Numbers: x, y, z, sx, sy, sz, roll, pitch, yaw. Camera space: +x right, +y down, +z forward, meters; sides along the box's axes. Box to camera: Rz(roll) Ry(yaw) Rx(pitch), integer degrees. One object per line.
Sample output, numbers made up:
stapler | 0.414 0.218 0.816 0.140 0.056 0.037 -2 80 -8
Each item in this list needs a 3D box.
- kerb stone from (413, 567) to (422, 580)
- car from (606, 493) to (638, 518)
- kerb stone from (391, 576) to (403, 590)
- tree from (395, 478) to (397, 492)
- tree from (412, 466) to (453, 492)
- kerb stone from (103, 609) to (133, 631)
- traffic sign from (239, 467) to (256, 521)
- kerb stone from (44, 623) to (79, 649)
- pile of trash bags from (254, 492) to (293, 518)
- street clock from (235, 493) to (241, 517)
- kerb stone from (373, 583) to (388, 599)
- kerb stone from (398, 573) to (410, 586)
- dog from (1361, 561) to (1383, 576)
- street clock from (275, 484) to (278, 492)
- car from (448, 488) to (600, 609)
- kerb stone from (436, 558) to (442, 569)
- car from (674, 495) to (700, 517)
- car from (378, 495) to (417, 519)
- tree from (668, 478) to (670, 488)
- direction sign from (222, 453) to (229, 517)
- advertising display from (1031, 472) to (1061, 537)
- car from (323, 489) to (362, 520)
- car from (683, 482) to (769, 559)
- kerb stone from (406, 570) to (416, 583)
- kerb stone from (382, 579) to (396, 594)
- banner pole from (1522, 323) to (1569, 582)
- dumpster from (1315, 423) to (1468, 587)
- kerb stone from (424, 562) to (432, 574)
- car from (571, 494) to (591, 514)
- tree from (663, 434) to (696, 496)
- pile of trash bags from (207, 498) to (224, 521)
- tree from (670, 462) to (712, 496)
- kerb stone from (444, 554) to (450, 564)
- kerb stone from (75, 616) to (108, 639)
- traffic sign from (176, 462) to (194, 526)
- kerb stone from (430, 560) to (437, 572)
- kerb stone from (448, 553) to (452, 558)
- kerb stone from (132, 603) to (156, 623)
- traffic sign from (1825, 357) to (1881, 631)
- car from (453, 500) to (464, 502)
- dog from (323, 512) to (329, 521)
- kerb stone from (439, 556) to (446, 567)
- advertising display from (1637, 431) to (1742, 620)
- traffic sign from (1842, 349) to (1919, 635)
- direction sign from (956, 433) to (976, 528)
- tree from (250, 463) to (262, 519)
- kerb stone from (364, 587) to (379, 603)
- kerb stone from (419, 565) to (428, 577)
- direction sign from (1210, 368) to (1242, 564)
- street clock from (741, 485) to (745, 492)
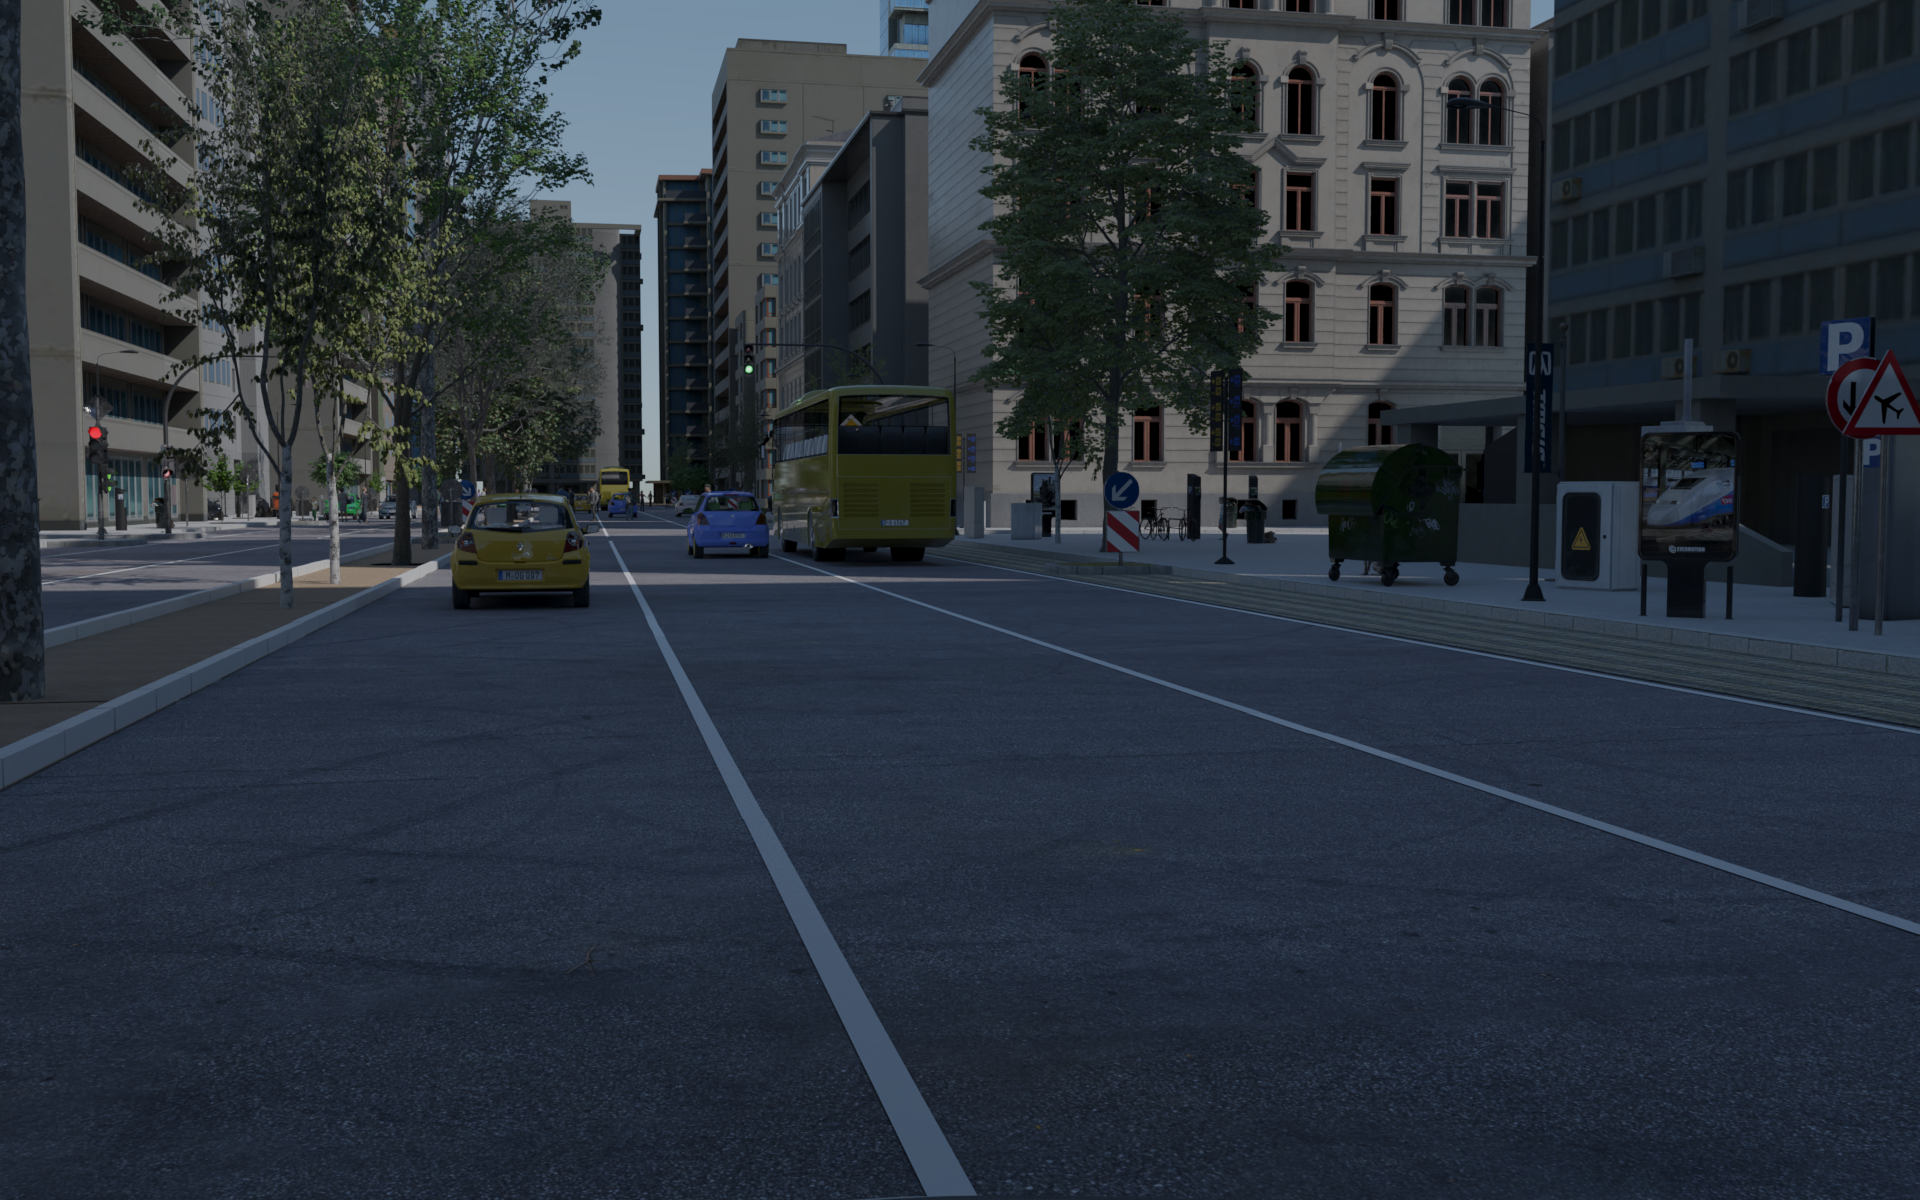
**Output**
kerb stone | -9.141 -0.411 28.920 0.120 0.150 1.000 -1 4 -12
car | -20.754 -5.924 106.445 1.945 1.707 3.694 -1 4 -13
kerb stone | -8.489 -0.228 25.916 0.120 0.150 1.000 -1 4 -12
tree | -48.342 -9.500 149.918 1.663 3.219 1.824 0 3 0
tree | -53.085 -11.525 172.143 4.285 4.588 4.351 0 3 0
kerb stone | -9.020 0.231 18.421 0.120 0.150 1.000 -1 4 -12
traffic sign | -33.897 -5.034 82.419 0.768 2.556 0.104 0 4 -5
kerb stone | -8.586 0.353 16.419 0.120 0.150 1.000 -1 4 -12
pile of trash bags | -37.459 -5.192 94.647 1.912 1.369 3.447 -2 4 -27
street clock | -39.708 -5.547 95.262 0.471 2.002 0.358 0 4 -3
kerb stone | -8.053 -0.104 23.903 0.120 0.150 1.000 -1 4 -12
kerb stone | -8.709 -0.287 26.920 0.120 0.150 1.000 -1 4 -12
dog | 6.536 -0.785 27.211 0.513 0.831 0.800 -1 4 -8
street clock | -50.415 -7.549 127.990 0.358 2.002 0.471 -1 4 -9
car | -5.830 -0.790 23.135 2.015 1.641 3.980 -1 4 -13
kerb stone | -10.008 -0.657 32.936 0.120 0.150 1.000 -1 4 -12
car | -16.930 -5.907 108.949 2.083 1.381 4.827 -1 4 -11
car | -32.370 -5.370 99.804 2.014 1.417 4.499 -1 4 -11
tree | -32.692 -13.506 204.531 4.285 4.588 4.351 0 3 0
direction sign | -41.057 -6.404 96.708 0.379 3.537 0.876 -1 4 -11
advertising display | 2.549 -2.837 51.592 0.974 1.923 0.123 -2 4 -28
car | -34.287 -5.357 96.383 1.959 1.807 4.718 -1 4 -13
car | -5.383 -1.855 39.920 1.945 1.707 3.694 -1 4 -12
kerb stone | -8.923 -0.348 27.921 0.120 0.150 1.000 -1 4 -12
kerb stone | -8.274 -0.166 24.917 0.120 0.150 1.000 -1 4 -12
banner pole | 8.596 -2.160 25.328 0.863 3.779 0.401 -1 4 -17
dumpster | 6.163 -1.363 24.776 1.502 2.255 1.985 -1 4 -12
kerb stone | -9.579 -0.534 30.932 0.120 0.150 1.000 -1 4 -12
car | -27.975 -7.163 127.334 2.015 1.641 3.980 -1 4 -11
tree | -34.026 -15.893 210.206 4.737 8.622 4.395 0 3 0
pile of trash bags | -37.422 -4.510 83.491 3.447 1.369 1.912 -2 4 -33
tree | -27.156 -11.944 178.999 4.285 4.588 4.351 0 3 0
kerb stone | -10.444 -0.779 34.933 0.120 0.150 1.000 -1 4 -12
kerb stone | -8.802 0.292 17.422 0.120 0.150 1.000 -1 4 -12
traffic sign | -30.677 -4.194 68.685 0.768 2.556 0.104 0 4 -7
kerb stone | -9.789 -0.596 31.934 0.120 0.150 1.000 -1 4 -12
kerb stone | -10.662 -0.840 35.937 0.120 0.150 1.000 -1 4 -12
kerb stone | -9.234 0.172 19.420 0.120 0.150 1.000 -1 4 -12
traffic sign | 8.388 -0.983 16.181 0.768 2.556 0.104 -1 4 -8
car | -53.925 -10.691 187.157 2.083 1.381 4.827 -1 4 -11
dog | -33.288 -4.402 91.265 0.540 0.507 0.406 -1 4 -23
kerb stone | -10.215 -0.718 33.937 0.120 0.150 1.000 -1 4 -12
advertising display | 7.542 -0.778 17.938 0.974 1.923 0.123 3 4 37
traffic sign | 8.349 -0.958 15.671 0.884 2.594 0.081 -1 4 -10
direction sign | 0.158 -4.450 64.750 0.876 3.537 0.379 -1 4 -9
tree | -37.512 -5.853 90.295 1.663 3.219 1.824 0 3 0
kerb stone | -7.837 -0.043 22.904 0.120 0.150 1.000 -1 4 -12
kerb stone | -9.347 -0.473 29.926 0.120 0.150 1.000 -1 4 -12
direction sign | 4.845 -2.423 31.617 0.379 3.537 0.876 -2 4 -30
street clock | -16.642 -7.843 132.799 0.358 2.002 0.471 0 4 3
